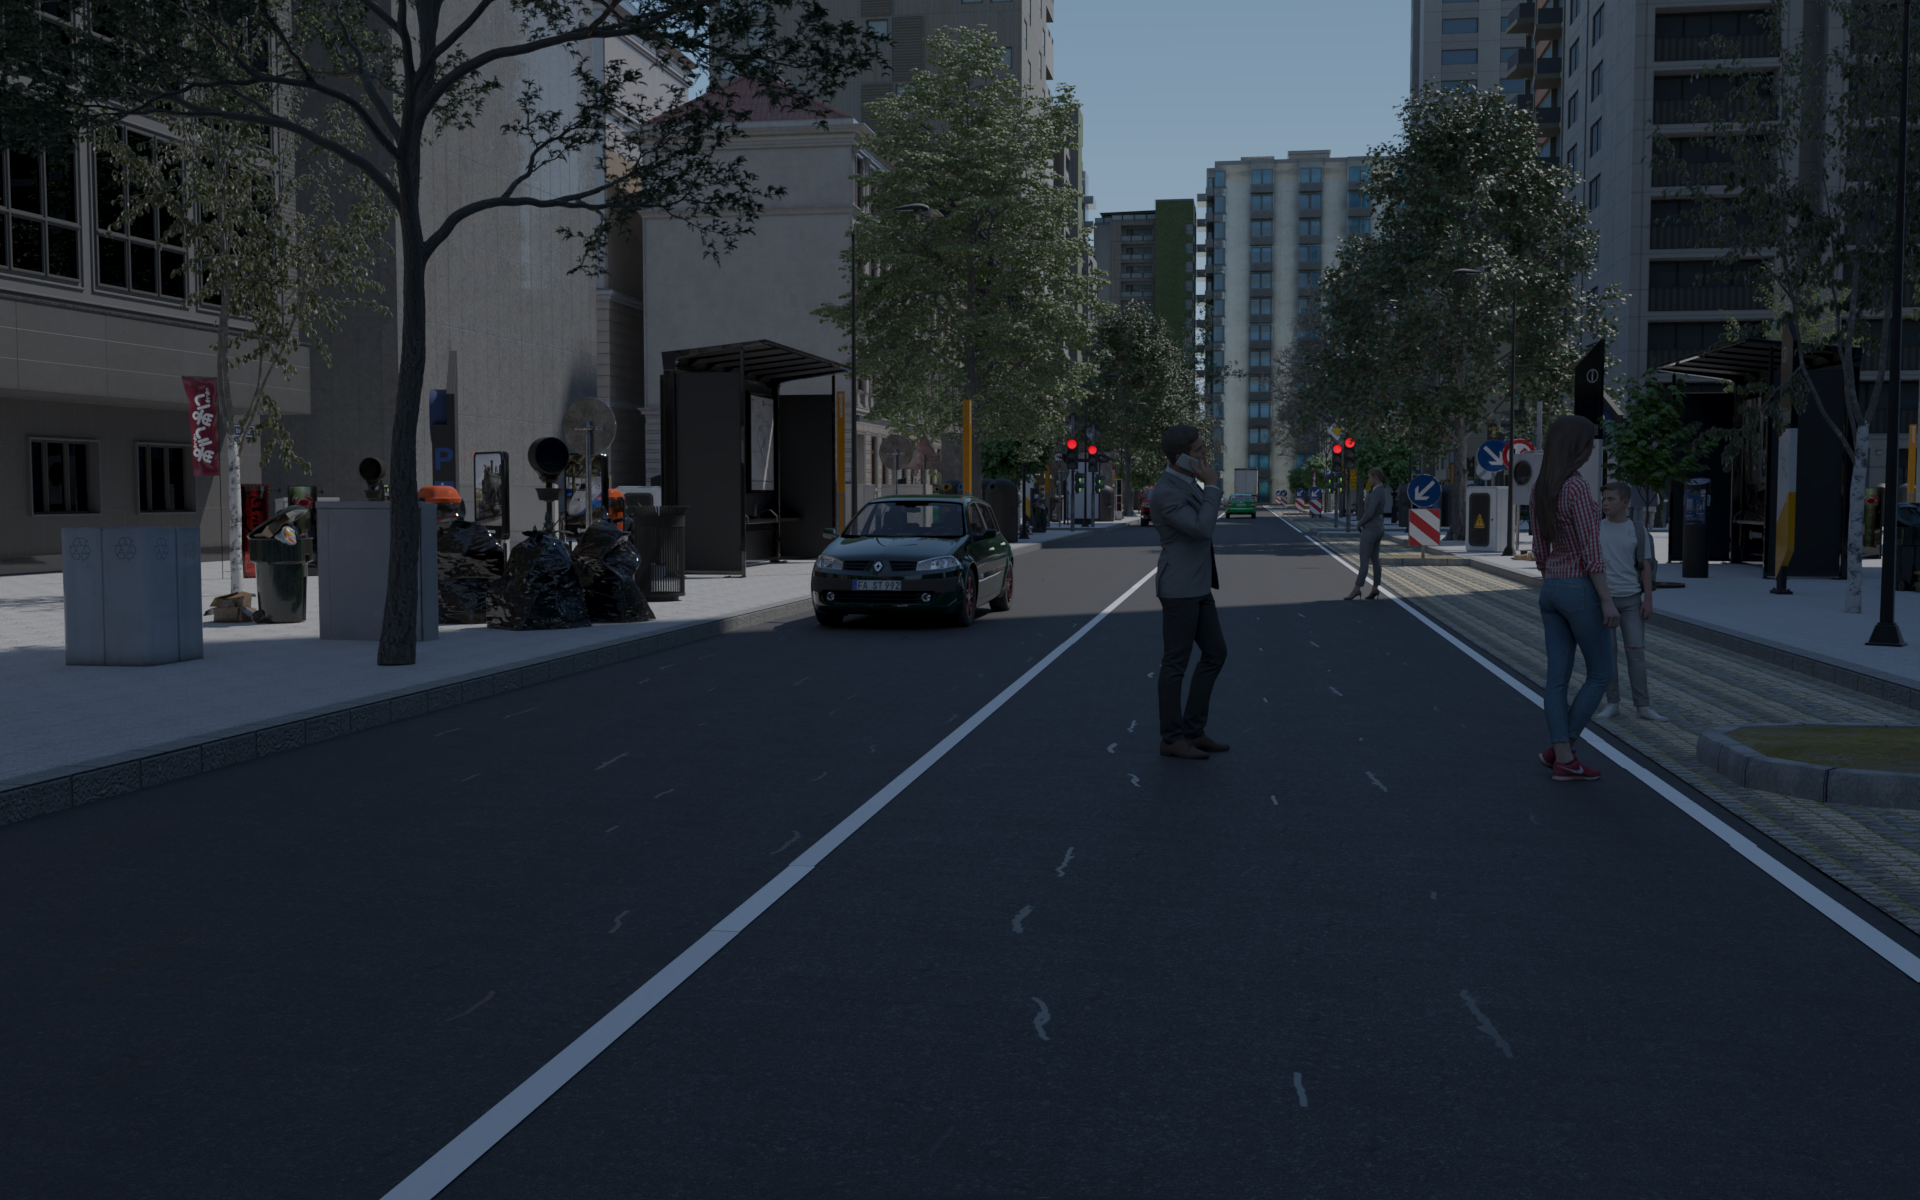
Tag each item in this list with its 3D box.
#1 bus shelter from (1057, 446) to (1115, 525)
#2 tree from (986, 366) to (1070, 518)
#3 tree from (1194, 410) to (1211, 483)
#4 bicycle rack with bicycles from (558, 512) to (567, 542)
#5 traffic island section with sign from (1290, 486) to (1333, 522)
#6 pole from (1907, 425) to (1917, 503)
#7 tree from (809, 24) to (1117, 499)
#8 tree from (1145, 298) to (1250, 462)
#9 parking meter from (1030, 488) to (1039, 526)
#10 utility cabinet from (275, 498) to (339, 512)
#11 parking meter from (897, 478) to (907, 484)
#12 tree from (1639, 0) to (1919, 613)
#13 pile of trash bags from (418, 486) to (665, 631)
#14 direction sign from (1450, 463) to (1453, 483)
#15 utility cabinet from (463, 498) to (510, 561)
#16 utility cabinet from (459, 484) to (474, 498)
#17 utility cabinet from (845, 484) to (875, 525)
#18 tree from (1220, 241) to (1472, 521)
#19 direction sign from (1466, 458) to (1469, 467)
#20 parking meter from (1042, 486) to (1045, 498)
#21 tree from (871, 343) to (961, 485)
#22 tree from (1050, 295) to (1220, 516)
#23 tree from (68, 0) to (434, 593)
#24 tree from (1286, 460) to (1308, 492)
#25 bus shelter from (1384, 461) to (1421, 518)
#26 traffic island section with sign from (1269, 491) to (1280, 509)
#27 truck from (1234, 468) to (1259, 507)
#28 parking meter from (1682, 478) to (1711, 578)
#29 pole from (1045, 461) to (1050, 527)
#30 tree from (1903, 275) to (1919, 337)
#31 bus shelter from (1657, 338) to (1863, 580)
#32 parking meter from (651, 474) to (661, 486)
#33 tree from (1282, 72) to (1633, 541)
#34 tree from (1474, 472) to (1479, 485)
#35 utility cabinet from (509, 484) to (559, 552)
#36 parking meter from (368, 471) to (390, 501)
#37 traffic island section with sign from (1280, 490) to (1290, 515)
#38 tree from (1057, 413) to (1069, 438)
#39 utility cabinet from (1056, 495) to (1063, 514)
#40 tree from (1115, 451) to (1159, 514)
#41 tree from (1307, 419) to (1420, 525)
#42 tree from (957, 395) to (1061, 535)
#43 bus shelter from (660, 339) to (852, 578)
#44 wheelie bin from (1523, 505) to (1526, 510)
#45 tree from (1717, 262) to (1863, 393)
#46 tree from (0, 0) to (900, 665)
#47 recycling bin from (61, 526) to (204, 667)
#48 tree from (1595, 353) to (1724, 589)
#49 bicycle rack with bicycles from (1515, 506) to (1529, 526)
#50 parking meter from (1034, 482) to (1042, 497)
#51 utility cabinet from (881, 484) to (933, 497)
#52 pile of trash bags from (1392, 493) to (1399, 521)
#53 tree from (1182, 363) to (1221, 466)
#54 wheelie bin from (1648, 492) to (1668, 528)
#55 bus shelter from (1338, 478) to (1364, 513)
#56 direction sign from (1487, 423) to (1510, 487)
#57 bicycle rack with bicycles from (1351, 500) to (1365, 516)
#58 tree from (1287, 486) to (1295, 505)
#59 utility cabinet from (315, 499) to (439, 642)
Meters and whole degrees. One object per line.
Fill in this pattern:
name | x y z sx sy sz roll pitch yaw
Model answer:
bus shelter | 5.502 -4.965 75.098 2.014 3.302 5.546 1 4 9
tree | 3.514 -8.687 92.389 4.737 8.622 4.395 0 3 0
tree | 23.438 -16.367 185.728 7.486 12.596 7.792 0 3 0
bicycle rack with bicycles | -9.000 -1.761 42.175 2.852 0.926 2.925 -1 4 -17
traffic island section with sign | 18.343 -4.982 90.075 1.989 1.847 2.006 1 4 9
pole | 27.992 -3.494 50.967 0.158 3.312 0.155 0 3 0
tree | 0.102 -7.638 43.012 7.486 12.596 7.792 0 3 0
tree | 21.501 -19.018 166.836 12.611 20.169 13.585 0 3 0
parking meter | 3.003 -3.748 69.684 0.372 1.533 0.369 0 3 0
utility cabinet | -11.088 -1.119 29.453 0.306 1.237 1.020 3 5 40
parking meter | -2.111 -3.400 61.305 0.399 1.863 0.255 -2 4 -33
tree | 9.659 -4.177 18.654 4.360 8.622 3.978 0 3 0
pile of trash bags | -4.712 -0.498 17.891 3.447 1.369 1.912 3 5 44
direction sign | 35.841 -8.152 125.288 0.379 3.537 0.876 -3 5 -42
utility cabinet | -7.971 -1.065 28.567 1.020 1.237 0.306 0 3 0
utility cabinet | -10.496 -1.734 37.037 1.173 1.500 0.318 2 4 29
utility cabinet | -2.229 -1.766 37.555 0.318 1.500 1.173 -2 4 -31
tree | 19.301 -10.529 82.513 12.009 13.543 11.850 0 3 0
direction sign | 31.238 -7.063 107.471 0.876 3.537 0.379 -2 4 -29
parking meter | 6.073 -7.443 127.396 0.255 1.863 0.399 1 4 15
tree | -1.953 -7.726 76.684 4.737 8.622 4.395 0 3 0
tree | 9.657 -11.207 100.244 9.611 12.733 9.660 0 3 0
tree | -8.930 -4.366 21.754 4.360 8.622 3.978 0 3 0
tree | 27.453 -9.055 131.770 4.285 4.588 4.351 0 3 0
bus shelter | 23.127 -5.999 92.000 2.014 3.302 5.546 1 4 9
traffic island section with sign | 30.953 -9.637 166.198 1.989 1.847 2.006 1 4 9
truck | 31.892 -12.479 192.947 2.839 4.237 11.283 1 4 10
parking meter | 11.286 -1.109 26.541 0.372 1.533 0.369 0 3 0
pole | 3.400 -4.488 67.214 0.158 3.312 0.155 0 3 0
tree | 19.232 -4.913 30.689 4.737 8.622 4.395 0 3 0
bus shelter | 13.129 -2.305 28.964 1.731 3.624 6.357 1 4 9
parking meter | -8.990 -2.801 51.514 0.399 1.863 0.255 2 4 26
tree | 13.703 -7.982 47.507 9.611 12.733 9.660 0 3 0
tree | 35.313 -7.505 117.311 1.663 3.219 1.824 0 3 0
utility cabinet | -9.305 -1.762 37.481 1.173 1.500 0.318 0 4 2
parking meter | -12.333 -1.900 36.782 0.399 1.863 0.255 1 4 13
traffic island section with sign | 22.755 -6.608 116.668 1.989 1.847 2.006 1 4 9
tree | 9.480 -11.080 131.514 4.360 8.622 3.978 0 3 0
utility cabinet | 4.794 -4.358 82.412 0.306 1.237 1.020 1 4 13
tree | 11.669 -7.871 112.412 4.285 4.588 4.351 0 3 0
tree | 17.523 -5.374 71.587 4.285 4.588 4.351 0 3 0
tree | 1.517 -4.337 54.626 4.285 4.588 4.351 0 3 0
bus shelter | -3.303 -2.337 29.495 1.731 3.624 6.357 1 4 9
wheelie bin | 33.896 -5.927 104.810 0.980 1.594 0.693 -1 4 -9
tree | 25.542 -6.286 53.142 4.737 8.622 4.395 0 3 0
tree | -3.910 -4.795 12.810 7.601 10.594 8.767 -1 4 -17
recycling bin | -6.310 -0.041 13.231 0.722 1.027 0.722 1 4 9
tree | 9.634 -1.791 23.890 1.663 3.219 1.824 0 3 0
bicycle rack with bicycles | 22.330 -3.533 71.143 2.925 0.926 2.852 -1 4 -11
parking meter | 3.791 -4.939 86.463 0.255 1.863 0.399 -1 4 -14
utility cabinet | -1.174 -1.824 38.501 1.173 1.500 0.318 2 4 31
pile of trash bags | 21.602 -4.479 82.979 1.912 1.369 3.447 -1 4 -12
tree | 15.872 -13.978 138.908 12.009 13.543 11.850 0 3 0
wheelie bin | 26.441 -3.536 65.729 0.693 1.594 0.980 3 4 37
bus shelter | 25.618 -7.339 113.921 2.014 3.302 5.546 1 4 9
direction sign | 17.191 -3.875 55.360 0.876 3.537 0.379 -1 4 -22
bicycle rack with bicycles | 23.566 -5.285 99.795 2.852 0.926 2.925 -3 5 -44
tree | 41.144 -13.345 212.785 1.663 3.219 1.824 0 3 0
utility cabinet | -5.128 -0.251 15.269 1.020 1.237 0.306 1 4 13
